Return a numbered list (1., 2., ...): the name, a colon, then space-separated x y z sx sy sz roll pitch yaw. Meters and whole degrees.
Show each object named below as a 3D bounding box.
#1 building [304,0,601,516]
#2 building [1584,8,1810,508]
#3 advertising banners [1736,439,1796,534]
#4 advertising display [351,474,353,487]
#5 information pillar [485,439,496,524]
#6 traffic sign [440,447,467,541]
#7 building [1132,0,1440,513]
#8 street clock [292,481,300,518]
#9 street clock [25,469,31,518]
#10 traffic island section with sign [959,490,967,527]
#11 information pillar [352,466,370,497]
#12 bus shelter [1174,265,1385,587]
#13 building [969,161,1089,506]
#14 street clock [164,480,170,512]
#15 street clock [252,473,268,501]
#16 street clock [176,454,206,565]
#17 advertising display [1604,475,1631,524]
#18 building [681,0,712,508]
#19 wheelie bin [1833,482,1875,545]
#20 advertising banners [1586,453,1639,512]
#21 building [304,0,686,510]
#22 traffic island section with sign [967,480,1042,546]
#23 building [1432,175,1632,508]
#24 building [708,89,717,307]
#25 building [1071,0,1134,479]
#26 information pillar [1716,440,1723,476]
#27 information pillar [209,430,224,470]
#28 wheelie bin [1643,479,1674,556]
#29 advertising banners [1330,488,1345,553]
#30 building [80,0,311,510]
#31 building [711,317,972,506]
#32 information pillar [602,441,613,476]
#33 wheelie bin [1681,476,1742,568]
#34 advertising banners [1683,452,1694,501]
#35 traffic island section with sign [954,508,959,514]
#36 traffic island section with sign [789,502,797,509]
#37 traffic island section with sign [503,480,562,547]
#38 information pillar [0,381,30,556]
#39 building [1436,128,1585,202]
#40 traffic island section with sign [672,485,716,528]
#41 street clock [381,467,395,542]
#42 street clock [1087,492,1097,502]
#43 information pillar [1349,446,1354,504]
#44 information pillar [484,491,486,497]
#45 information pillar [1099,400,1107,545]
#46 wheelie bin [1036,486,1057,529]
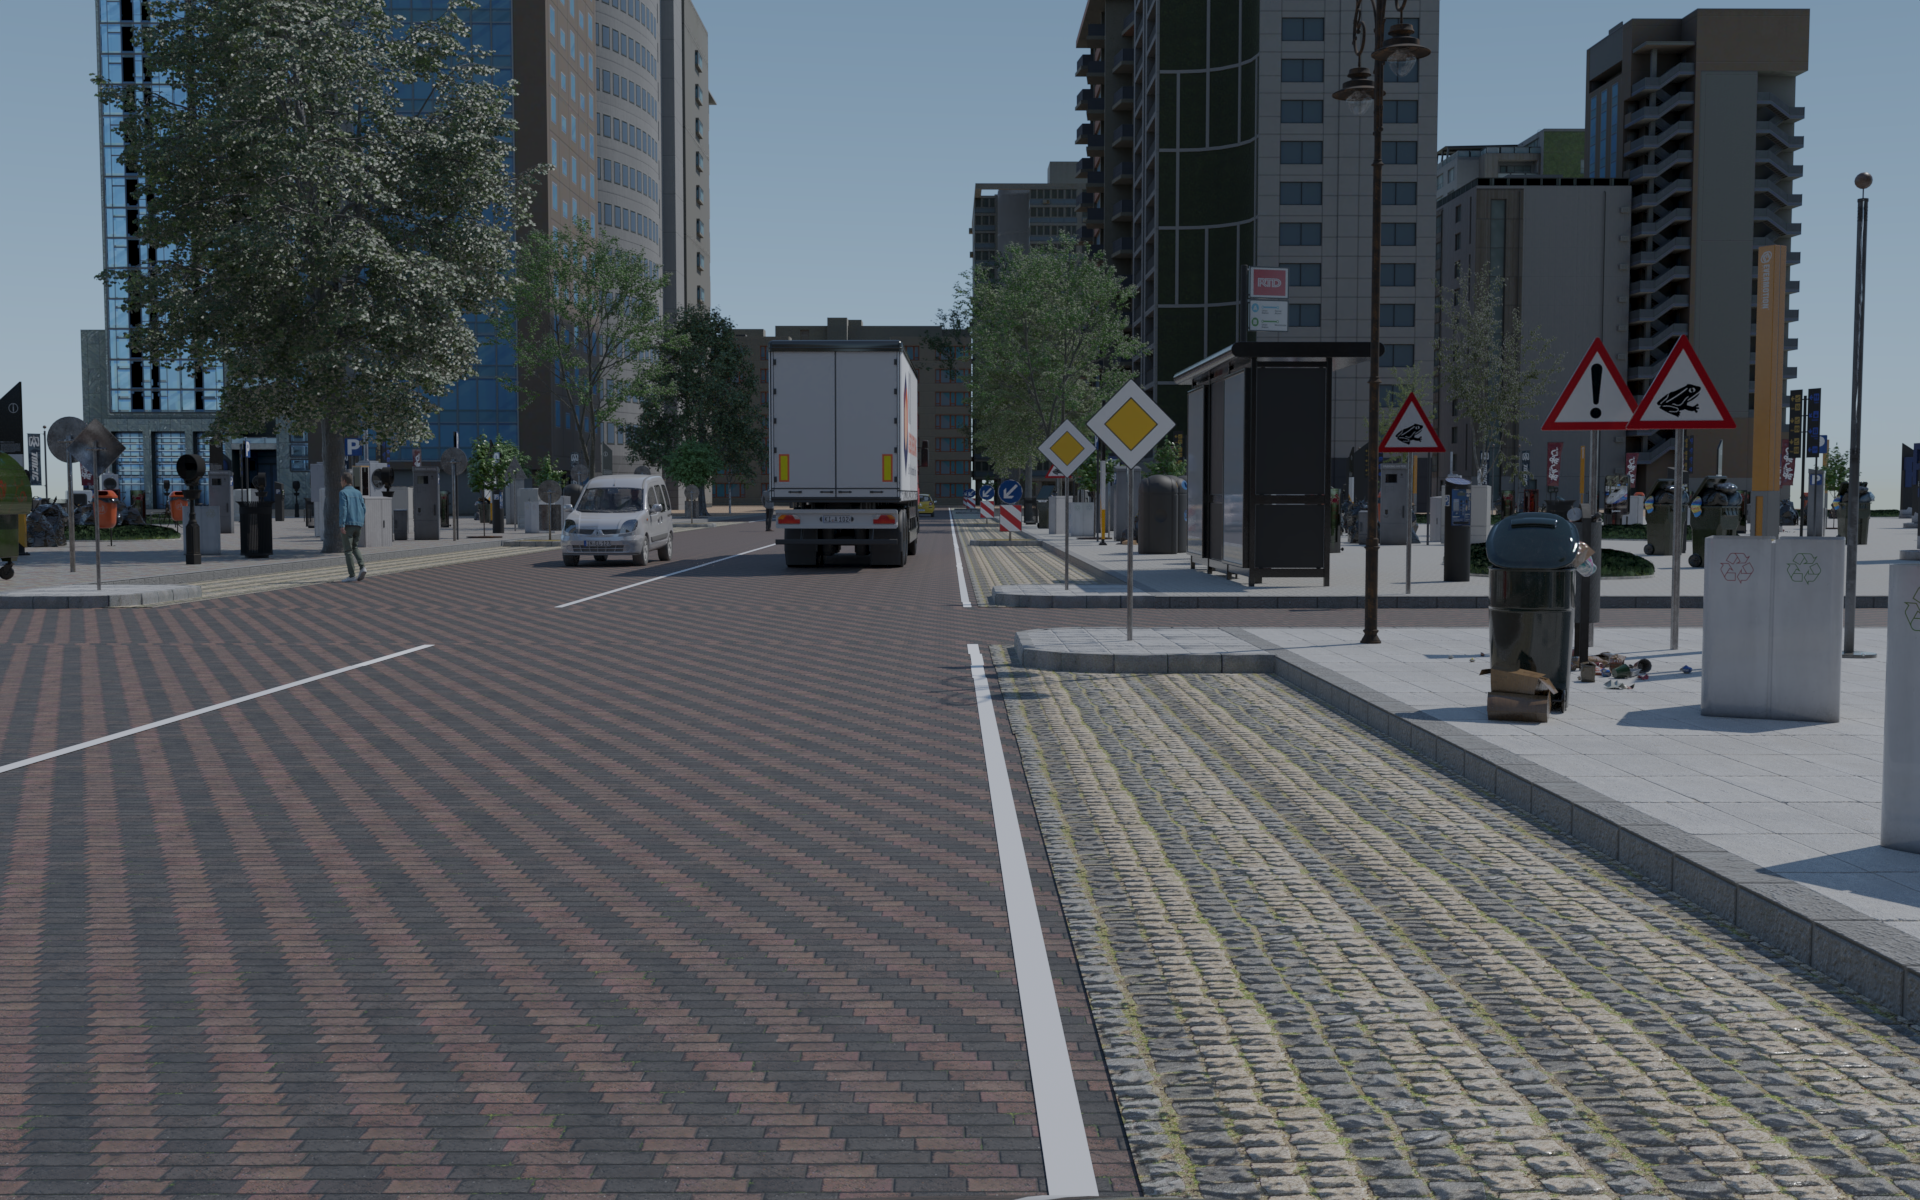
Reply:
1. building: -30.412 -27.846 105.392 14.600 45.320 14.200 0 4 0
2. building: 66.547 -31.102 158.627 14.200 45.320 14.600 0 4 0
3. advertising banners: 25.752 -3.628 55.512 2.074 3.025 0.090 3 5 43
4. advertising display: -17.399 -2.789 50.820 0.974 1.923 0.123 1 4 19
5. information pillar: -20.008 -5.066 74.187 0.183 3.616 0.504 0 4 6
6. traffic sign: -13.822 -2.886 47.286 0.768 2.556 0.104 1 4 9
7. building: 21.723 -42.040 125.607 20.563 71.187 20.611 0 4 0
8. street clock: -36.235 -5.506 94.600 0.358 2.002 0.471 0 4 4
9. street clock: -27.337 -2.812 50.548 0.358 2.002 0.471 0 3 0
10. traffic island section with sign: 1.058 -4.102 75.688 1.989 1.847 2.006 0 4 0
11. information pillar: -15.631 -2.491 45.221 0.304 2.012 0.304 2 4 25
12. bus shelter: 4.761 -3.088 28.129 2.179 5.291 8.768 0 4 -1
13. building: 13.150 -31.379 204.932 23.993 40.220 32.217 0 4 0
14. street clock: -40.454 -5.126 88.377 0.358 2.002 0.471 -1 4 -14
15. street clock: -27.384 -3.862 67.707 0.471 2.002 0.358 -2 4 -29
16. street clock: -13.965 -1.647 31.499 0.471 2.002 0.358 1 4 17
17. advertising display: 21.997 -3.227 57.977 0.123 1.923 0.974 -2 4 -28
18. building: -34.358 -32.499 155.062 21.600 48.544 21.300 0 4 0
19. wheelie bin: 22.735 -2.207 43.999 0.980 1.594 0.693 0 4 4
20. advertising banners: 27.623 -4.719 73.351 2.074 3.025 0.090 1 4 15
21. building: -32.902 -35.754 126.578 21.231 58.520 28.212 0 4 0
22. traffic island section with sign: 1.269 -2.422 48.223 1.989 1.847 2.006 0 4 0
23. building: 52.383 -23.778 160.469 14.107 30.474 14.160 0 4 0
24. building: -41.748 -37.526 202.792 27.495 52.752 28.713 0 4 0
25. building: 21.449 -30.366 151.104 22.147 44.769 28.867 0 4 0
26. information pillar: 32.678 -5.090 74.579 0.183 3.616 0.504 3 5 40
27. information pillar: -26.808 -4.352 62.518 0.504 3.616 0.183 0 4 3
28. wheelie bin: 14.832 -1.738 36.329 0.980 1.594 0.693 -2 4 -29
29. advertising banners: 7.533 -2.501 37.087 2.074 3.025 0.090 -3 4 -38
30. building: -60.685 -51.347 152.187 31.000 86.520 22.319 0 4 0
31. building: -13.283 -21.941 203.777 28.899 21.520 27.650 0 4 0
32. information pillar: -15.687 -5.238 76.999 0.504 3.616 0.183 -3 5 -40
33. wheelie bin: 13.206 -1.367 30.259 0.980 1.594 0.693 -2 4 -35
34. advertising banners: 30.186 -4.633 71.930 0.090 3.025 2.074 1 4 9
35. traffic island section with sign: 0.682 -7.119 125.021 1.989 1.847 2.006 0 4 0
36. traffic island section with sign: -11.950 -7.108 124.839 1.989 1.847 2.006 0 4 0
37. traffic island section with sign: -11.355 -2.389 47.685 1.989 1.847 2.006 0 4 0
38. information pillar: -19.736 -2.736 36.092 0.504 3.616 0.183 0 4 1
39. building: 61.874 -31.395 196.900 14.086 41.232 14.154 0 4 0
40. traffic island section with sign: -11.561 -4.037 74.640 1.989 1.847 2.006 0 4 0
41. street clock: -15.322 -2.559 46.411 0.358 2.002 0.471 0 4 -2
42. street clock: 4.299 -3.167 56.350 0.358 2.002 0.471 -3 4 -37
43. information pillar: 19.309 -5.753 85.419 0.183 3.616 0.504 0 4 -6
44. information pillar: -21.944 -5.449 80.443 0.183 3.616 0.504 2 4 27
45. information pillar: 3.580 -3.182 43.378 0.183 3.616 0.504 0 4 0
46. wheelie bin: 3.261 -3.443 64.197 0.693 1.594 0.980 -3 5 -42
